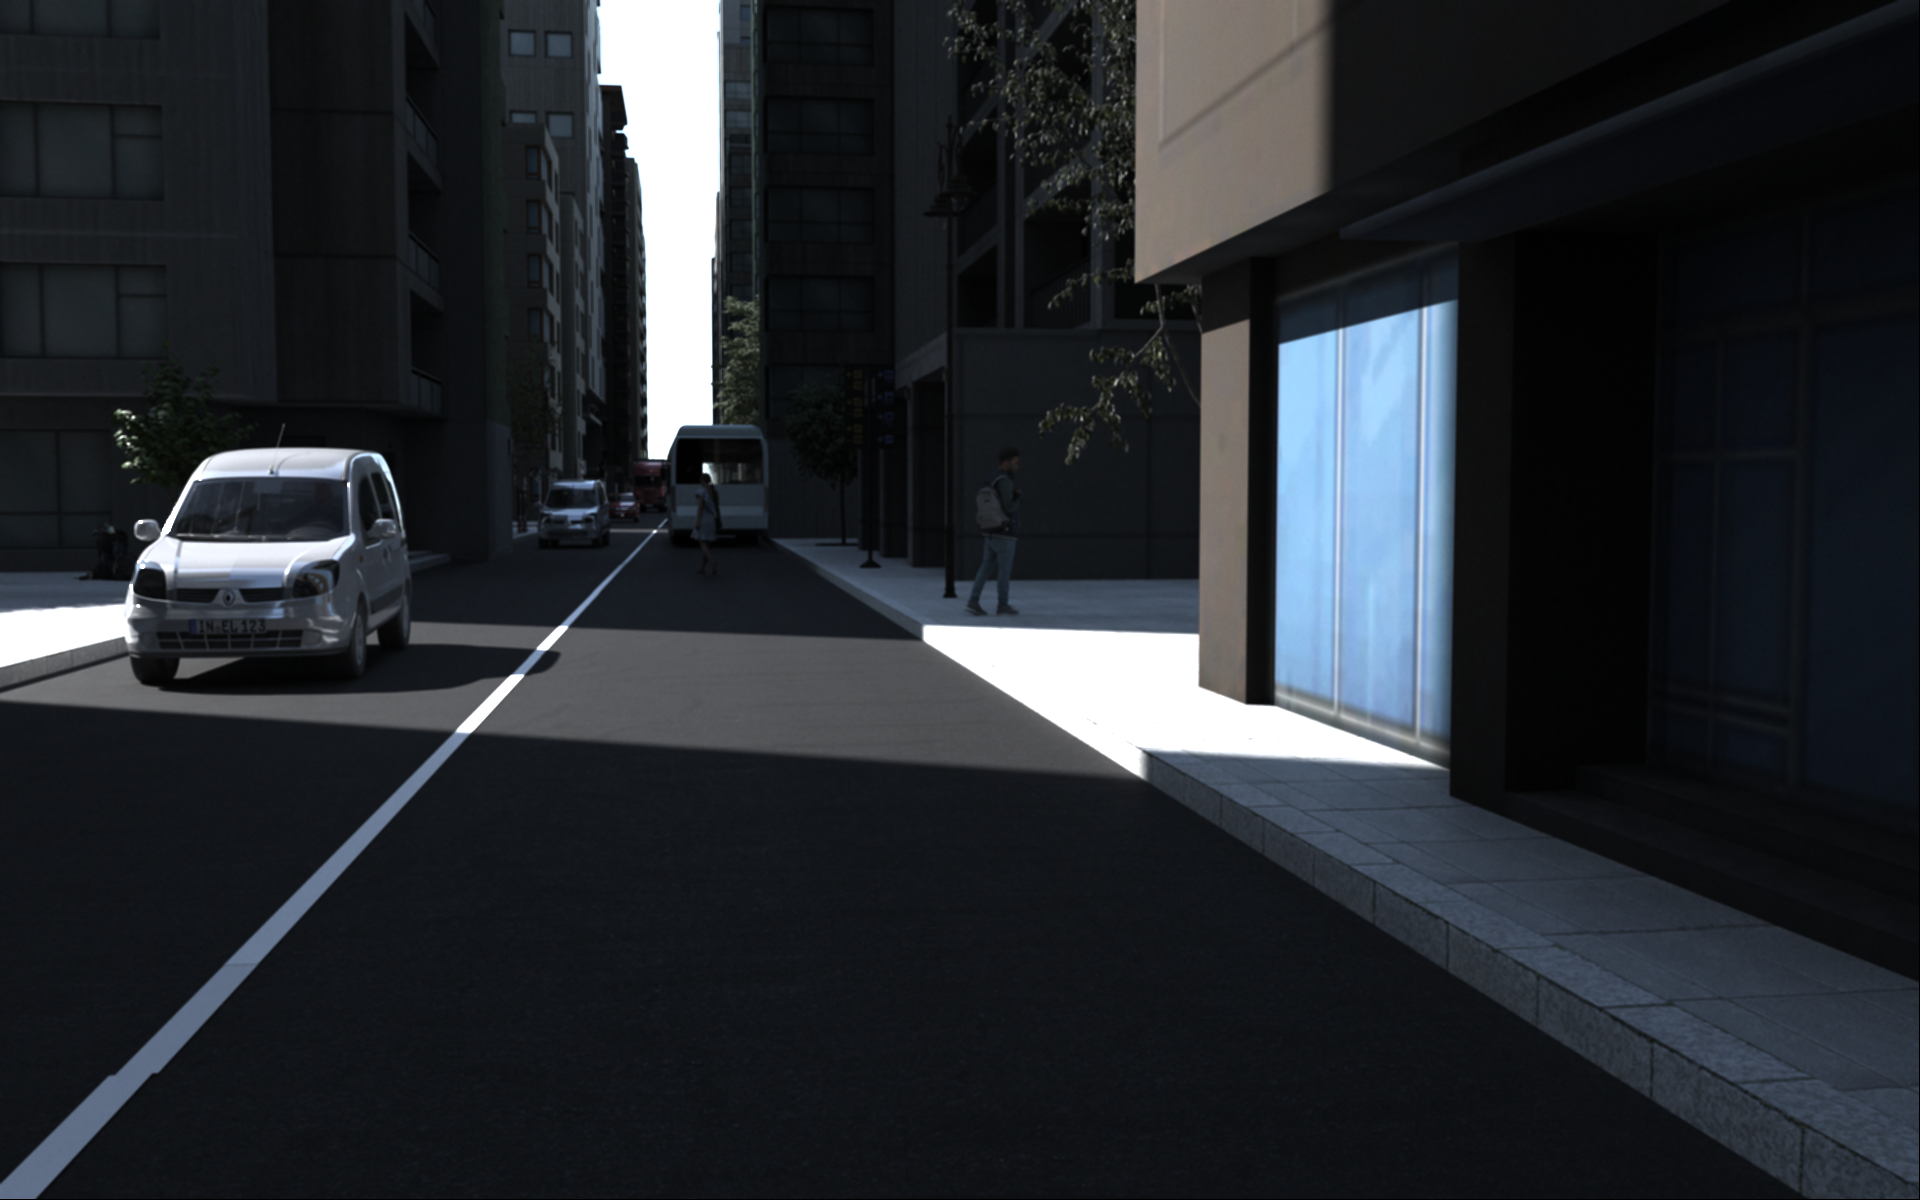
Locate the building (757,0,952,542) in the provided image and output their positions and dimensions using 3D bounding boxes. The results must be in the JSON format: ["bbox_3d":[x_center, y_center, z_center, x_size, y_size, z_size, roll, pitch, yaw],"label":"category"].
[{"bbox_3d":[0.347,-17.436,56.778,14.160,30.474,14.107,-1,4,-9],"label":"building"}]

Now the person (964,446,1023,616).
[{"bbox_3d":[0.420,-0.723,18.212,0.721,1.781,0.623,-3,4,-38],"label":"person"}]

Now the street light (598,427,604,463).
[{"bbox_3d":[-24.650,-8.934,118.865,0.468,5.910,1.993,-1,4,-9],"label":"street light"}]

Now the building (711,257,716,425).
[{"bbox_3d":[-33.359,-36.871,286.430,14.154,41.232,14.086,-1,4,-9],"label":"building"}]

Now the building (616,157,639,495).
[{"bbox_3d":[-45.131,-31.785,203.281,14.154,41.232,14.086,-1,4,-9],"label":"building"}]

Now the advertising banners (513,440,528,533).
[{"bbox_3d":[-14.479,-3.718,56.977,0.090,3.025,2.074,0,4,-3],"label":"advertising banners"}]

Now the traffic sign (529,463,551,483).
[{"bbox_3d":[-15.914,-3.877,65.578,0.795,2.593,0.064,-1,4,-9],"label":"traffic sign"}]

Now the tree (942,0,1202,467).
[{"bbox_3d":[2.159,-3.929,14.599,4.360,8.622,3.978,0,3,0],"label":"tree"}]

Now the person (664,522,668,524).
[{"bbox_3d":[-13.837,-4.574,82.653,0.474,1.900,0.648,-2,4,-32],"label":"person"}]

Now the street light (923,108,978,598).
[{"bbox_3d":[-0.124,-2.966,21.286,0.468,5.910,1.993,-1,4,-9],"label":"street light"}]

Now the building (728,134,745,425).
[{"bbox_3d":[-12.010,-22.711,143.032,14.160,30.474,14.107,-1,4,-9],"label":"building"}]

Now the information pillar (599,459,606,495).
[{"bbox_3d":[-23.569,-7.513,114.189,0.504,3.616,0.183,1,4,20],"label":"information pillar"}]

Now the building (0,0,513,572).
[{"bbox_3d":[-16.750,-21.371,33.005,14.154,41.232,14.086,-1,4,-9],"label":"building"}]

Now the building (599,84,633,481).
[{"bbox_3d":[-45.855,-32.190,180.924,22.147,44.769,28.867,-1,4,-9],"label":"building"}]

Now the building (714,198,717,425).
[{"bbox_3d":[-27.121,-39.443,268.600,21.300,48.544,21.600,-1,4,-9],"label":"building"}]

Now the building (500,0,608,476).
[{"bbox_3d":[-40.840,-33.031,129.292,28.713,52.752,27.495,-1,4,-9],"label":"building"}]

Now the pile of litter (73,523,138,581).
[{"bbox_3d":[-12.596,-0.742,26.104,1.719,0.858,1.176,3,4,38],"label":"pile of litter"}]

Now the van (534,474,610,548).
[{"bbox_3d":[-10.543,-2.470,47.397,2.013,2.044,4.112,0,4,-7],"label":"van"}]

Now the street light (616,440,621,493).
[{"bbox_3d":[-29.398,-10.791,149.223,0.468,5.910,1.993,-1,4,-9],"label":"street light"}]

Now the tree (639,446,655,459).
[{"bbox_3d":[-41.186,-16.519,220.452,4.737,8.622,4.395,0,3,0],"label":"tree"}]

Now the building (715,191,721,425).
[{"bbox_3d":[-28.111,-36.698,250.117,14.600,45.320,14.200,-1,4,-9],"label":"building"}]

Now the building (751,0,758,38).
[{"bbox_3d":[-6.959,-26.467,116.331,14.154,41.232,14.086,-1,4,-9],"label":"building"}]

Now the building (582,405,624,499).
[{"bbox_3d":[-41.170,-43.872,155.557,20.563,71.187,20.611,-1,4,-9],"label":"building"}]

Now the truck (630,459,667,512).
[{"bbox_3d":[-24.849,-9.199,139.318,2.839,4.237,11.283,0,4,-8],"label":"truck"}]

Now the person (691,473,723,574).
[{"bbox_3d":[-4.488,-1.368,30.964,0.616,1.811,0.778,-3,4,-38],"label":"person"}]

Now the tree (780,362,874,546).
[{"bbox_3d":[-2.882,-3.651,43.406,4.285,4.588,4.351,0,3,0],"label":"tree"}]

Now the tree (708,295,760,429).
[{"bbox_3d":[-9.047,-10.375,87.752,7.486,12.596,7.792,0,3,0],"label":"tree"}]

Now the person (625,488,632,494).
[{"bbox_3d":[-20.964,-6.163,109.359,0.679,1.850,0.850,-3,5,-41],"label":"person"}]

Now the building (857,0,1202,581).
[{"bbox_3d":[9.284,-36.159,29.444,20.563,71.187,20.611,-1,4,-9],"label":"building"}]

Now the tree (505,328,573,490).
[{"bbox_3d":[-19.415,-7.763,77.289,4.737,8.622,4.395,0,3,0],"label":"tree"}]

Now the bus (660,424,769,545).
[{"bbox_3d":[-7.531,-3.517,52.366,2.948,3.499,13.247,-1,4,-10],"label":"bus"}]

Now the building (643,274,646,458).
[{"bbox_3d":[-59.804,-39.481,265.121,23.786,49.044,30.456,-1,4,-9],"label":"building"}]

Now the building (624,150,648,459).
[{"bbox_3d":[-54.681,-37.617,238.746,21.300,48.544,21.600,-1,4,-9],"label":"building"}]

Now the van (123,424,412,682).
[{"bbox_3d":[-5.701,-0.464,14.591,2.013,2.044,4.112,-1,4,-10],"label":"van"}]

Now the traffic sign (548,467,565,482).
[{"bbox_3d":[-17.139,-4.360,73.469,0.795,2.593,0.064,-1,4,-9],"label":"traffic sign"}]

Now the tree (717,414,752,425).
[{"bbox_3d":[-16.392,-11.131,132.361,4.360,8.622,3.978,0,3,0],"label":"tree"}]

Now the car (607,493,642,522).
[{"bbox_3d":[-17.449,-4.902,89.182,2.155,1.783,4.494,-1,4,-10],"label":"car"}]

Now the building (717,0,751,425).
[{"bbox_3d":[-18.673,-40.899,210.701,21.231,58.520,28.212,-1,4,-9],"label":"building"}]

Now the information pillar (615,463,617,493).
[{"bbox_3d":[-26.241,-8.619,132.278,0.183,3.616,0.504,0,4,-4],"label":"information pillar"}]

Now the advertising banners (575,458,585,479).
[{"bbox_3d":[-19.889,-5.685,89.138,0.090,3.025,2.074,2,4,23],"label":"advertising banners"}]

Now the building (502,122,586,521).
[{"bbox_3d":[-35.200,-15.179,93.212,27.650,21.520,28.899,-1,4,-9],"label":"building"}]

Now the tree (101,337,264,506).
[{"bbox_3d":[-9.848,-1.649,21.555,1.663,3.219,1.824,0,3,0],"label":"tree"}]

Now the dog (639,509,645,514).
[{"bbox_3d":[-22.659,-6.277,122.821,0.550,0.427,0.748,-2,4,-34],"label":"dog"}]

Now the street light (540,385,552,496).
[{"bbox_3d":[-17.625,-6.181,73.842,0.468,5.910,1.993,-1,4,-9],"label":"street light"}]

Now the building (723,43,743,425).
[{"bbox_3d":[-14.974,-29.257,161.944,14.154,41.232,14.086,-1,4,-9],"label":"building"}]

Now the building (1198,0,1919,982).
[{"bbox_3d":[9.086,-21.678,4.542,14.600,45.320,14.200,-1,4,-9],"label":"building"}]

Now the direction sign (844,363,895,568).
[{"bbox_3d":[-1.564,-2.331,30.109,0.876,3.537,0.379,0,4,-4],"label":"direction sign"}]
